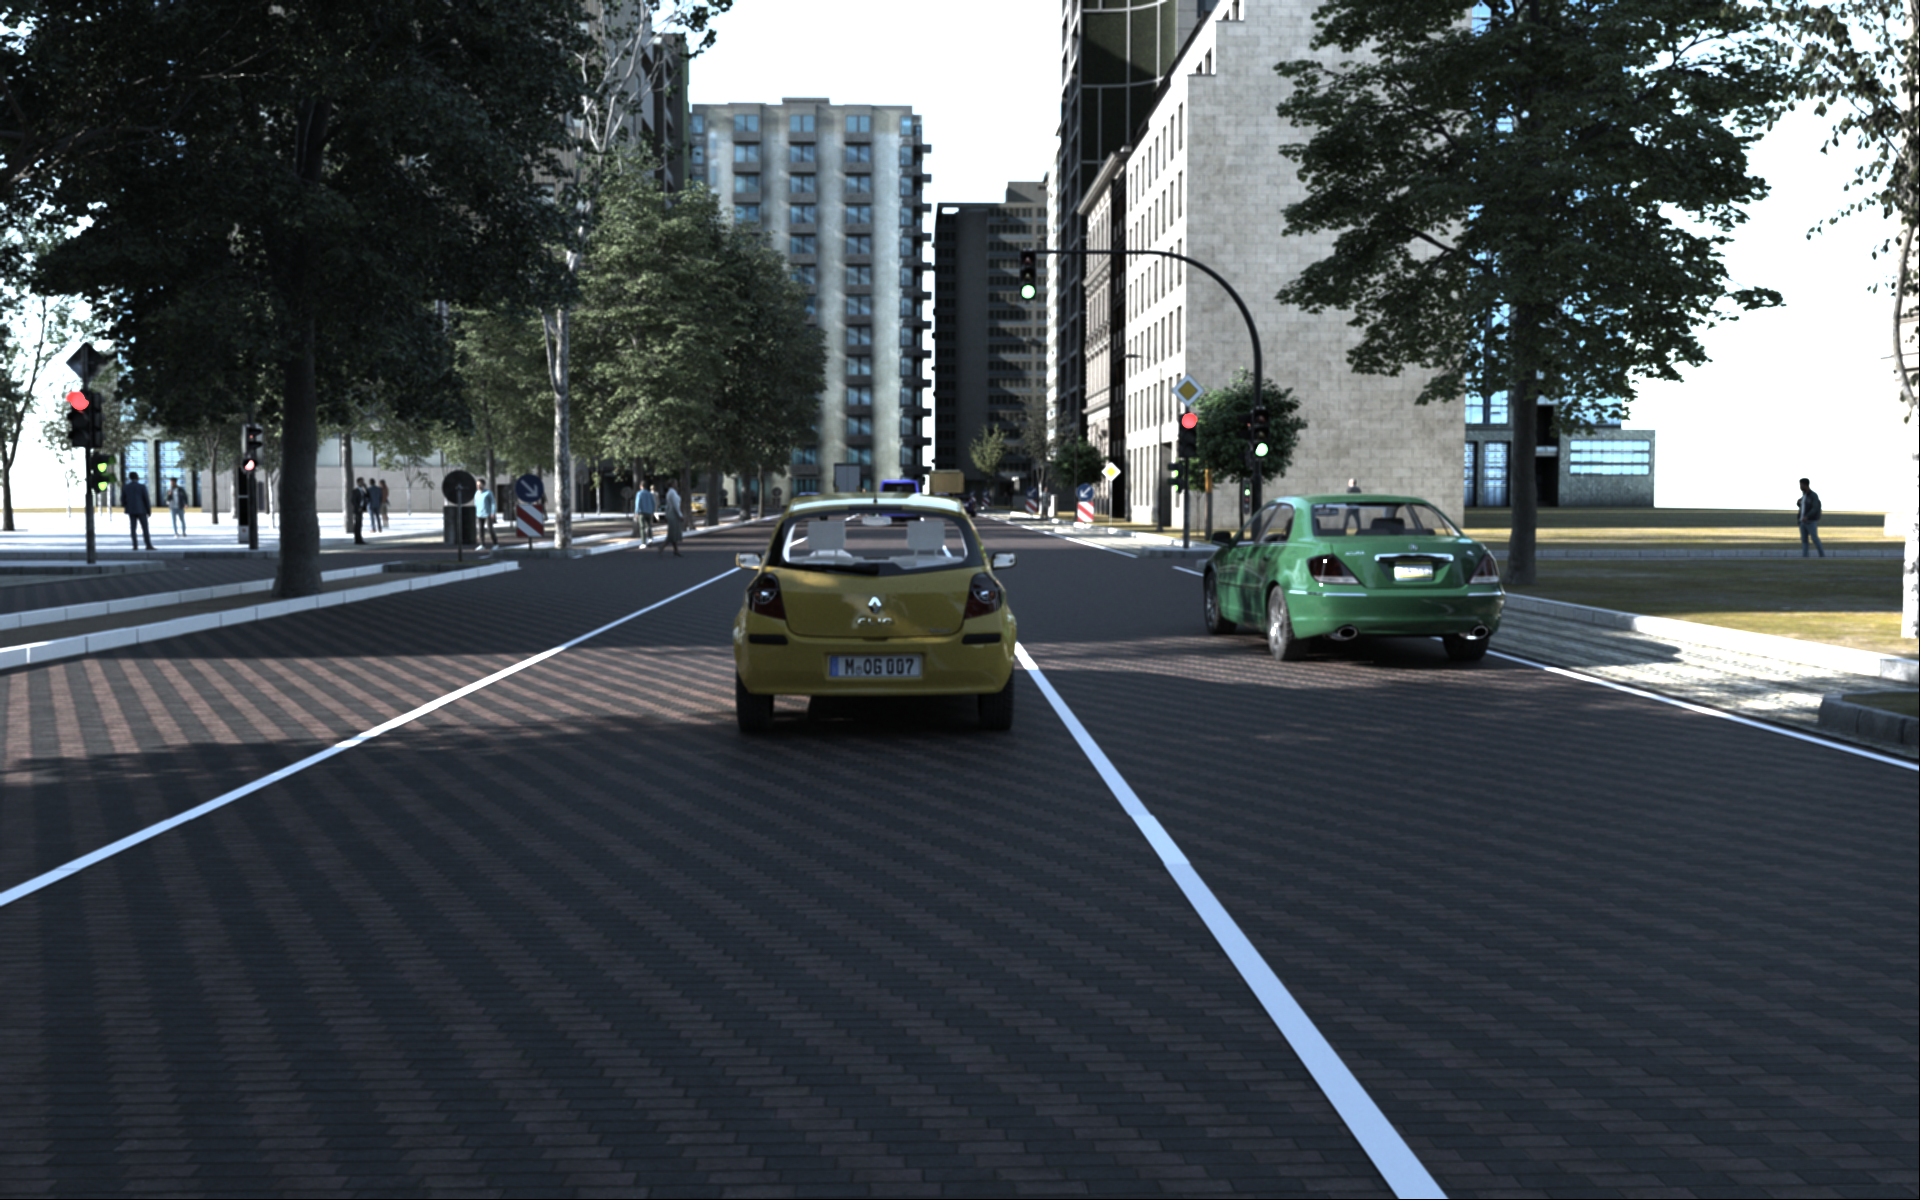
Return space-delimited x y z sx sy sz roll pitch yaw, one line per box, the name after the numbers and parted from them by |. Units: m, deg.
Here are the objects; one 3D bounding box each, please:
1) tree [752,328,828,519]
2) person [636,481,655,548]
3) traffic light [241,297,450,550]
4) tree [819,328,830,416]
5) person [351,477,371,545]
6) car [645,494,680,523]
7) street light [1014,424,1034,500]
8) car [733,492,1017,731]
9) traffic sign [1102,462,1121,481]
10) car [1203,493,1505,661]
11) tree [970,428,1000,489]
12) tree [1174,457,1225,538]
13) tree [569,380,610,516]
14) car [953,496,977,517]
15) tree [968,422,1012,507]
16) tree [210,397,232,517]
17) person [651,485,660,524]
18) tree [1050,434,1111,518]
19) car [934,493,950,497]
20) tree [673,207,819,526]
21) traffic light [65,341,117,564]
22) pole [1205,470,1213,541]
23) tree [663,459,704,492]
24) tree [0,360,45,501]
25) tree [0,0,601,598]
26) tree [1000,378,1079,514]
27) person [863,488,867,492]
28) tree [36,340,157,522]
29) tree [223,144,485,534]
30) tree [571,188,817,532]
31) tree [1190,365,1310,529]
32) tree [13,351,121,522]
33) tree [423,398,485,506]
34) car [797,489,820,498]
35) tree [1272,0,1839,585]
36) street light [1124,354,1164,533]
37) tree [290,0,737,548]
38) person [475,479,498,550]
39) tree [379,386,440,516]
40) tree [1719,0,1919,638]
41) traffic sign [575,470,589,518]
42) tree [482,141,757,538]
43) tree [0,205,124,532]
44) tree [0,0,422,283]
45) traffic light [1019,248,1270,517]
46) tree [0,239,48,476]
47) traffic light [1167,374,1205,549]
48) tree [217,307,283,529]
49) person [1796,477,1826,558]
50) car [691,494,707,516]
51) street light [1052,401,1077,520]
-11.483 -10.553 100.751 9.928 11.665 9.643 0 3 0 | tree
-8.351 -2.272 45.996 0.601 1.785 0.444 -2 4 -31 | person
-14.172 -3.989 39.896 4.771 5.953 1.251 0 4 -2 | traffic light
-11.100 -11.006 89.065 9.857 13.997 8.962 0 3 0 | tree
-16.966 -2.522 49.103 0.474 1.900 0.648 -1 4 -8 | person
-14.588 -4.654 85.872 2.009 1.686 4.222 0 4 -1 | car
4.303 -8.711 114.960 1.470 5.913 1.316 0 4 -2 | street light
-0.574 -0.105 11.934 2.015 1.641 3.980 0 4 -2 | car
6.236 -4.376 71.274 0.795 2.593 0.064 0 4 6 | traffic sign
3.540 -0.278 16.338 2.131 1.459 4.920 0 4 -3 | car
3.100 -14.850 193.162 4.360 8.622 3.978 0 3 0 | tree
7.146 -3.450 51.004 1.663 3.219 1.824 0 3 0 | tree
-21.525 -9.262 101.792 4.737 8.622 4.395 0 3 0 | tree
0.095 -5.832 107.928 1.945 1.354 3.894 0 4 -1 | car
3.059 -13.760 175.342 4.737 8.622 4.395 0 3 0 | tree
-41.103 -10.576 98.669 9.928 11.665 9.643 0 3 0 | tree
-14.298 -4.436 80.904 0.514 1.842 0.818 -2 4 -35 | person
6.552 -6.793 94.780 4.285 4.588 4.351 0 3 0 | tree
-1.401 -7.273 128.502 1.945 1.707 3.694 0 4 -3 | car
-11.198 -10.306 77.611 9.857 13.997 8.962 0 3 0 | tree
-16.000 -2.623 31.812 0.839 4.253 0.868 0 4 -2 | traffic light
6.815 -3.275 47.394 0.158 3.312 0.155 0 3 0 | pole
-21.252 -9.142 133.183 4.285 4.588 4.351 0 3 0 | tree
-46.677 -8.164 83.845 4.737 8.622 4.395 0 3 0 | tree
-9.203 -7.009 23.714 9.857 13.997 8.962 0 3 0 | tree
5.205 -9.724 109.343 4.360 8.622 3.978 0 3 0 | tree
-6.404 -6.207 110.206 1.509 1.804 0.699 2 4 27 | person
-39.050 -7.902 79.555 4.360 8.622 3.978 0 3 0 | tree
-20.403 -8.445 56.203 7.486 12.596 7.792 0 3 0 | tree
-10.295 -8.882 64.686 9.611 12.733 9.660 0 3 0 | tree
7.336 -3.718 44.500 4.285 4.588 4.351 0 3 0 | tree
-47.101 -8.597 90.926 4.360 8.622 3.978 0 3 0 | tree
-28.128 -8.863 95.280 4.737 8.622 4.395 0 3 0 | tree
-8.108 -5.167 94.066 1.945 1.707 3.694 0 3 0 | car
8.151 -6.519 24.711 7.486 12.596 7.792 0 3 0 | tree
6.124 -5.205 57.639 1.470 5.913 1.316 0 4 -2 | street light
-11.378 -11.384 44.472 12.611 20.169 13.585 0 3 0 | tree
-12.174 -2.204 44.560 0.660 1.820 0.620 1 4 18 | person
-31.995 -9.210 100.947 4.360 8.622 3.978 0 3 0 | tree
8.763 -3.965 15.195 4.360 8.622 3.978 0 3 0 | tree
-19.921 -5.580 91.334 0.768 2.556 0.104 0 4 5 | traffic sign
-10.509 -8.285 56.047 7.486 12.596 7.792 0 3 0 | tree
-32.673 -8.173 59.386 9.928 11.665 9.643 0 3 0 | tree
-8.699 -4.780 15.016 8.767 10.594 7.601 0 4 -2 | tree
3.461 -3.526 32.318 4.771 5.953 1.251 0 4 -2 | traffic light
-28.255 -7.789 44.360 9.611 12.733 9.660 0 3 0 | tree
5.289 -3.155 40.508 0.839 4.253 0.868 0 4 -2 | traffic light
-25.561 -6.952 64.029 4.360 8.622 3.978 0 3 0 | tree
17.728 -1.672 36.192 0.721 1.781 0.623 -1 4 -15 | person
-15.802 -5.734 103.980 2.015 1.641 3.980 0 4 -2 | car
5.265 -6.966 86.432 1.470 5.913 1.316 0 4 -2 | street light
